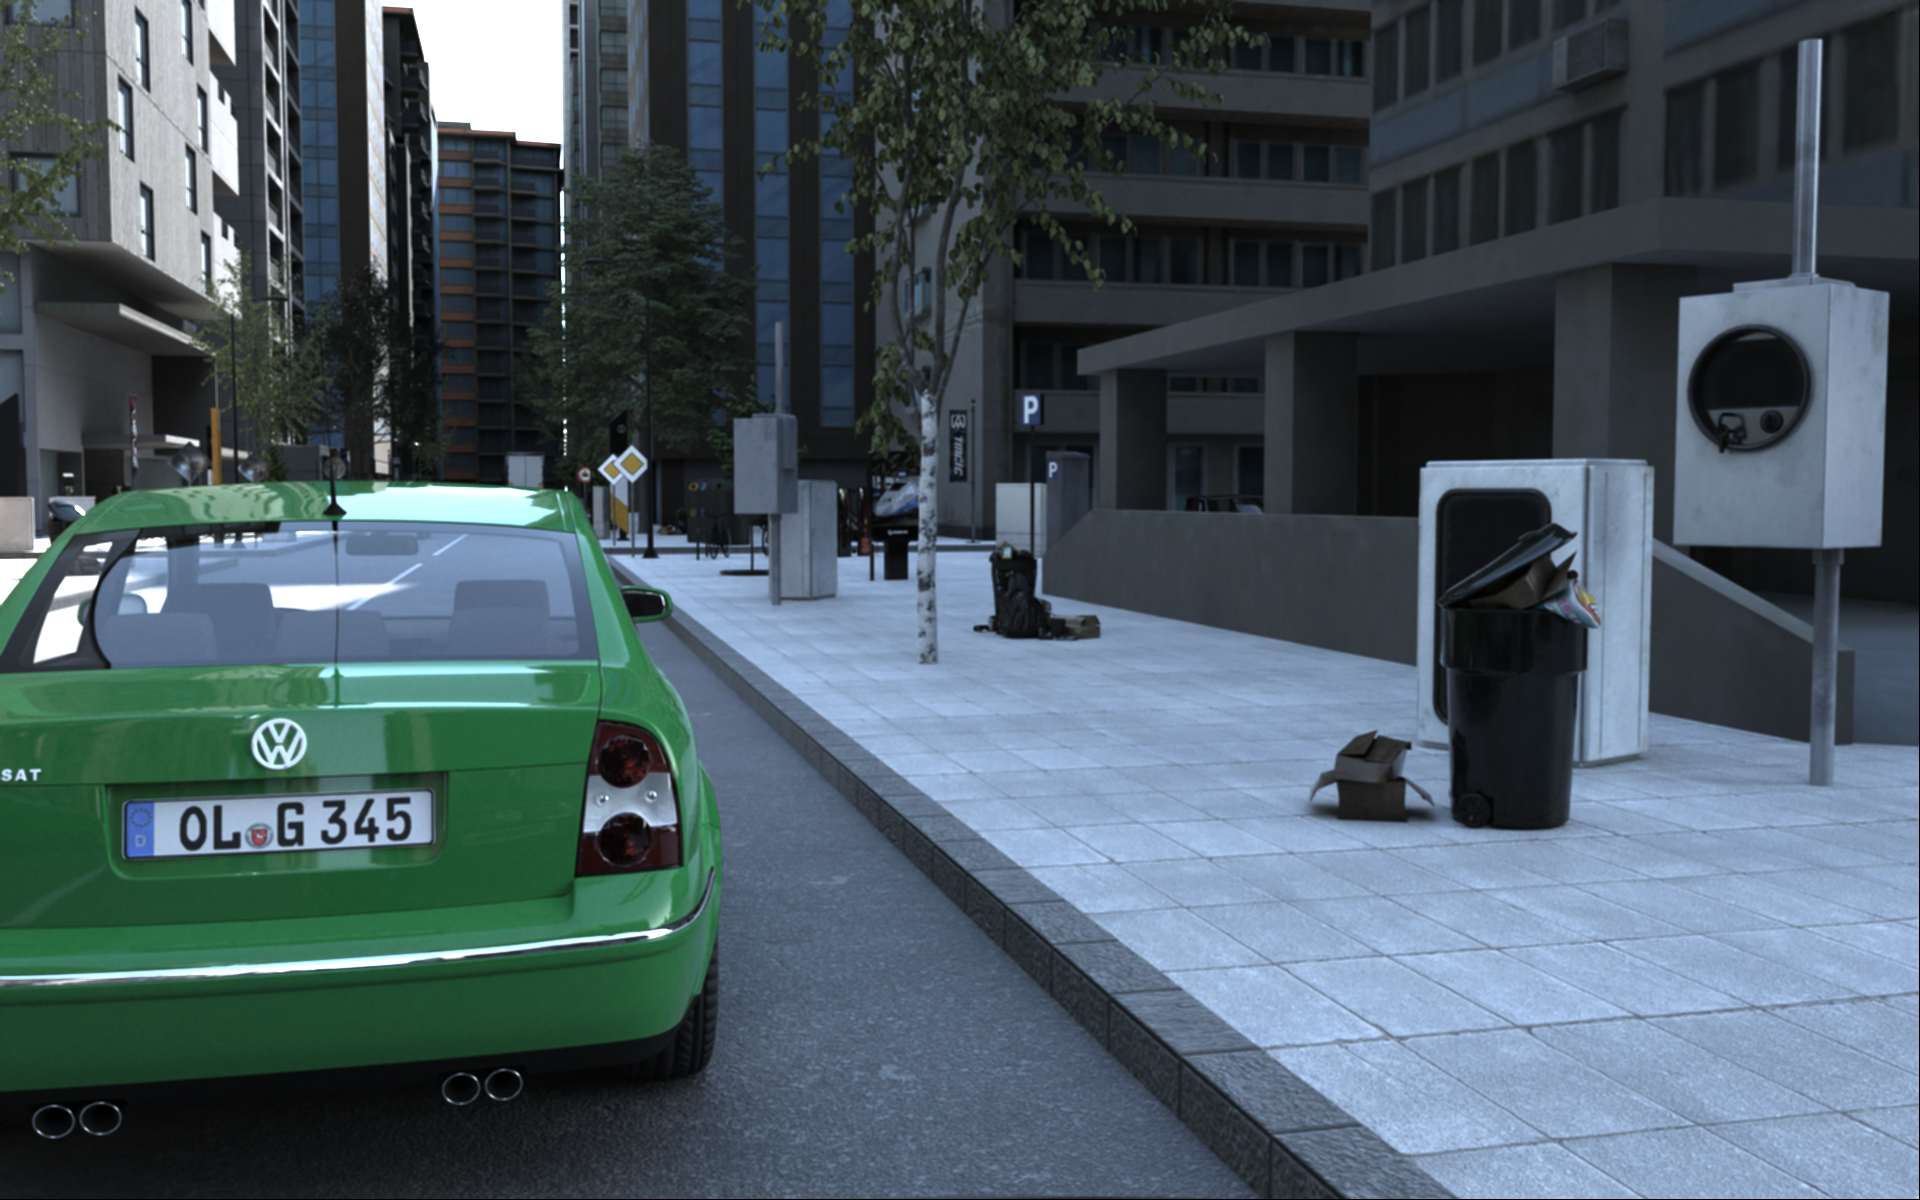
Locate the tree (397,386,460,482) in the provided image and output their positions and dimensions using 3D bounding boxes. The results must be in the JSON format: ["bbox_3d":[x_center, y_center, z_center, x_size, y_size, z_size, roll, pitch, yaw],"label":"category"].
[{"bbox_3d":[-35.871,-10.132,116.028,4.737,8.622,4.395,0,3,0],"label":"tree"}]

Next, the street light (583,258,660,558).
[{"bbox_3d":[-6.729,-3.784,34.417,1.470,5.913,1.316,-1,4,-14],"label":"street light"}]

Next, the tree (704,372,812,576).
[{"bbox_3d":[-3.192,-2.020,27.634,1.663,3.219,1.824,0,3,0],"label":"tree"}]

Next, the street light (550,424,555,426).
[{"bbox_3d":[-26.777,-8.753,115.656,1.470,5.913,1.316,-1,4,-14],"label":"street light"}]

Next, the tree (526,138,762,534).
[{"bbox_3d":[-9.842,-8.420,55.788,7.486,12.596,7.792,0,3,0],"label":"tree"}]

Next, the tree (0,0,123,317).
[{"bbox_3d":[-12.844,-4.358,21.619,4.737,8.622,4.395,0,3,0],"label":"tree"}]

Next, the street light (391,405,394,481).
[{"bbox_3d":[-28.087,-7.024,87.391,1.470,5.913,1.316,-1,4,-14],"label":"street light"}]

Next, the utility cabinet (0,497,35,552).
[{"bbox_3d":[-21.331,-1.691,38.813,1.020,1.237,0.306,-2,4,-24],"label":"utility cabinet"}]

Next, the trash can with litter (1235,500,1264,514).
[{"bbox_3d":[5.579,-1.298,32.615,0.624,1.170,1.055,-1,4,-13],"label":"trash can with litter"}]

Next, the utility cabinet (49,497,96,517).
[{"bbox_3d":[-21.812,-1.922,42.583,0.306,1.237,1.020,2,4,33],"label":"utility cabinet"}]

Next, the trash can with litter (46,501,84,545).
[{"bbox_3d":[-14.070,-0.994,27.637,1.055,1.170,0.624,2,4,31],"label":"trash can with litter"}]

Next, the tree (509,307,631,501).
[{"bbox_3d":[-20.549,-10.260,93.502,9.928,11.665,9.643,0,3,0],"label":"tree"}]

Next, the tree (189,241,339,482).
[{"bbox_3d":[-20.773,-6.189,51.547,4.737,8.622,4.395,0,3,0],"label":"tree"}]

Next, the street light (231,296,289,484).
[{"bbox_3d":[-16.444,-4.166,40.661,1.470,5.913,1.316,-1,4,-14],"label":"street light"}]

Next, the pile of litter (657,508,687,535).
[{"bbox_3d":[-9.060,-2.485,54.601,1.176,0.858,1.719,2,4,25],"label":"pile of litter"}]

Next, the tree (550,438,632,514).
[{"bbox_3d":[-17.085,-6.133,83.996,4.285,4.588,4.351,0,3,0],"label":"tree"}]

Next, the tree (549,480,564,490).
[{"bbox_3d":[-42.759,-11.644,184.985,1.663,3.219,1.824,0,3,0],"label":"tree"}]

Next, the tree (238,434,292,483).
[{"bbox_3d":[-21.870,-3.709,55.241,1.663,3.219,1.824,0,3,0],"label":"tree"}]

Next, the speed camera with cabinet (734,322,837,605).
[{"bbox_3d":[-2.074,-1.616,20.765,0.660,3.252,2.038,1,4,15],"label":"speed camera with cabinet"}]

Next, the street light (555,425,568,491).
[{"bbox_3d":[-15.209,-5.889,68.818,1.470,5.913,1.316,-1,4,-14],"label":"street light"}]

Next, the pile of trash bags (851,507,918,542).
[{"bbox_3d":[-2.785,-2.253,46.583,3.447,1.369,1.912,-3,5,-44],"label":"pile of trash bags"}]

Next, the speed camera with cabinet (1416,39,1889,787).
[{"bbox_3d":[3.143,-0.841,8.087,0.660,3.252,2.038,-3,4,-38],"label":"speed camera with cabinet"}]

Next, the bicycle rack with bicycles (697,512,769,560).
[{"bbox_3d":[-4.128,-1.305,34.724,2.852,0.926,2.925,0,4,-2],"label":"bicycle rack with bicycles"}]

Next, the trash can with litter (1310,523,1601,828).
[{"bbox_3d":[1.914,0.282,6.778,1.055,1.170,0.624,1,4,12],"label":"trash can with litter"}]

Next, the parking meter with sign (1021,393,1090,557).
[{"bbox_3d":[1.933,-2.108,30.720,1.738,3.016,0.543,-3,4,-36],"label":"parking meter with sign"}]

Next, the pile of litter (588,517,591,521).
[{"bbox_3d":[-15.670,-3.712,74.653,1.719,0.858,1.176,0,4,7],"label":"pile of litter"}]

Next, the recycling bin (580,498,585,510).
[{"bbox_3d":[-22.911,-5.581,103.804,0.722,1.027,0.722,0,4,6],"label":"recycling bin"}]

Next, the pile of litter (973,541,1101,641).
[{"bbox_3d":[0.719,-0.123,15.968,1.176,0.858,1.719,0,4,-2],"label":"pile of litter"}]

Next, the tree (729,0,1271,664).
[{"bbox_3d":[-0.061,-3.834,13.048,4.737,8.622,4.395,0,3,0],"label":"tree"}]

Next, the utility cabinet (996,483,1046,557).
[{"bbox_3d":[1.285,-1.630,35.324,1.173,1.500,0.318,3,5,40],"label":"utility cabinet"}]

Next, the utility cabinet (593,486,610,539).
[{"bbox_3d":[-10.233,-2.496,49.494,0.318,1.500,1.173,0,4,-3],"label":"utility cabinet"}]

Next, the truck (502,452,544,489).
[{"bbox_3d":[-30.614,-8.108,121.476,2.839,4.237,11.283,-1,4,-15],"label":"truck"}]

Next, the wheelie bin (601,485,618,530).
[{"bbox_3d":[-12.589,-3.296,61.798,0.980,1.594,0.693,1,4,22],"label":"wheelie bin"}]

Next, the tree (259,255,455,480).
[{"bbox_3d":[-23.544,-8.122,67.201,7.601,10.594,8.767,0,4,2],"label":"tree"}]

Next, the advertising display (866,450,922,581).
[{"bbox_3d":[-0.957,-1.266,25.909,0.974,1.923,0.123,-2,4,-35],"label":"advertising display"}]
